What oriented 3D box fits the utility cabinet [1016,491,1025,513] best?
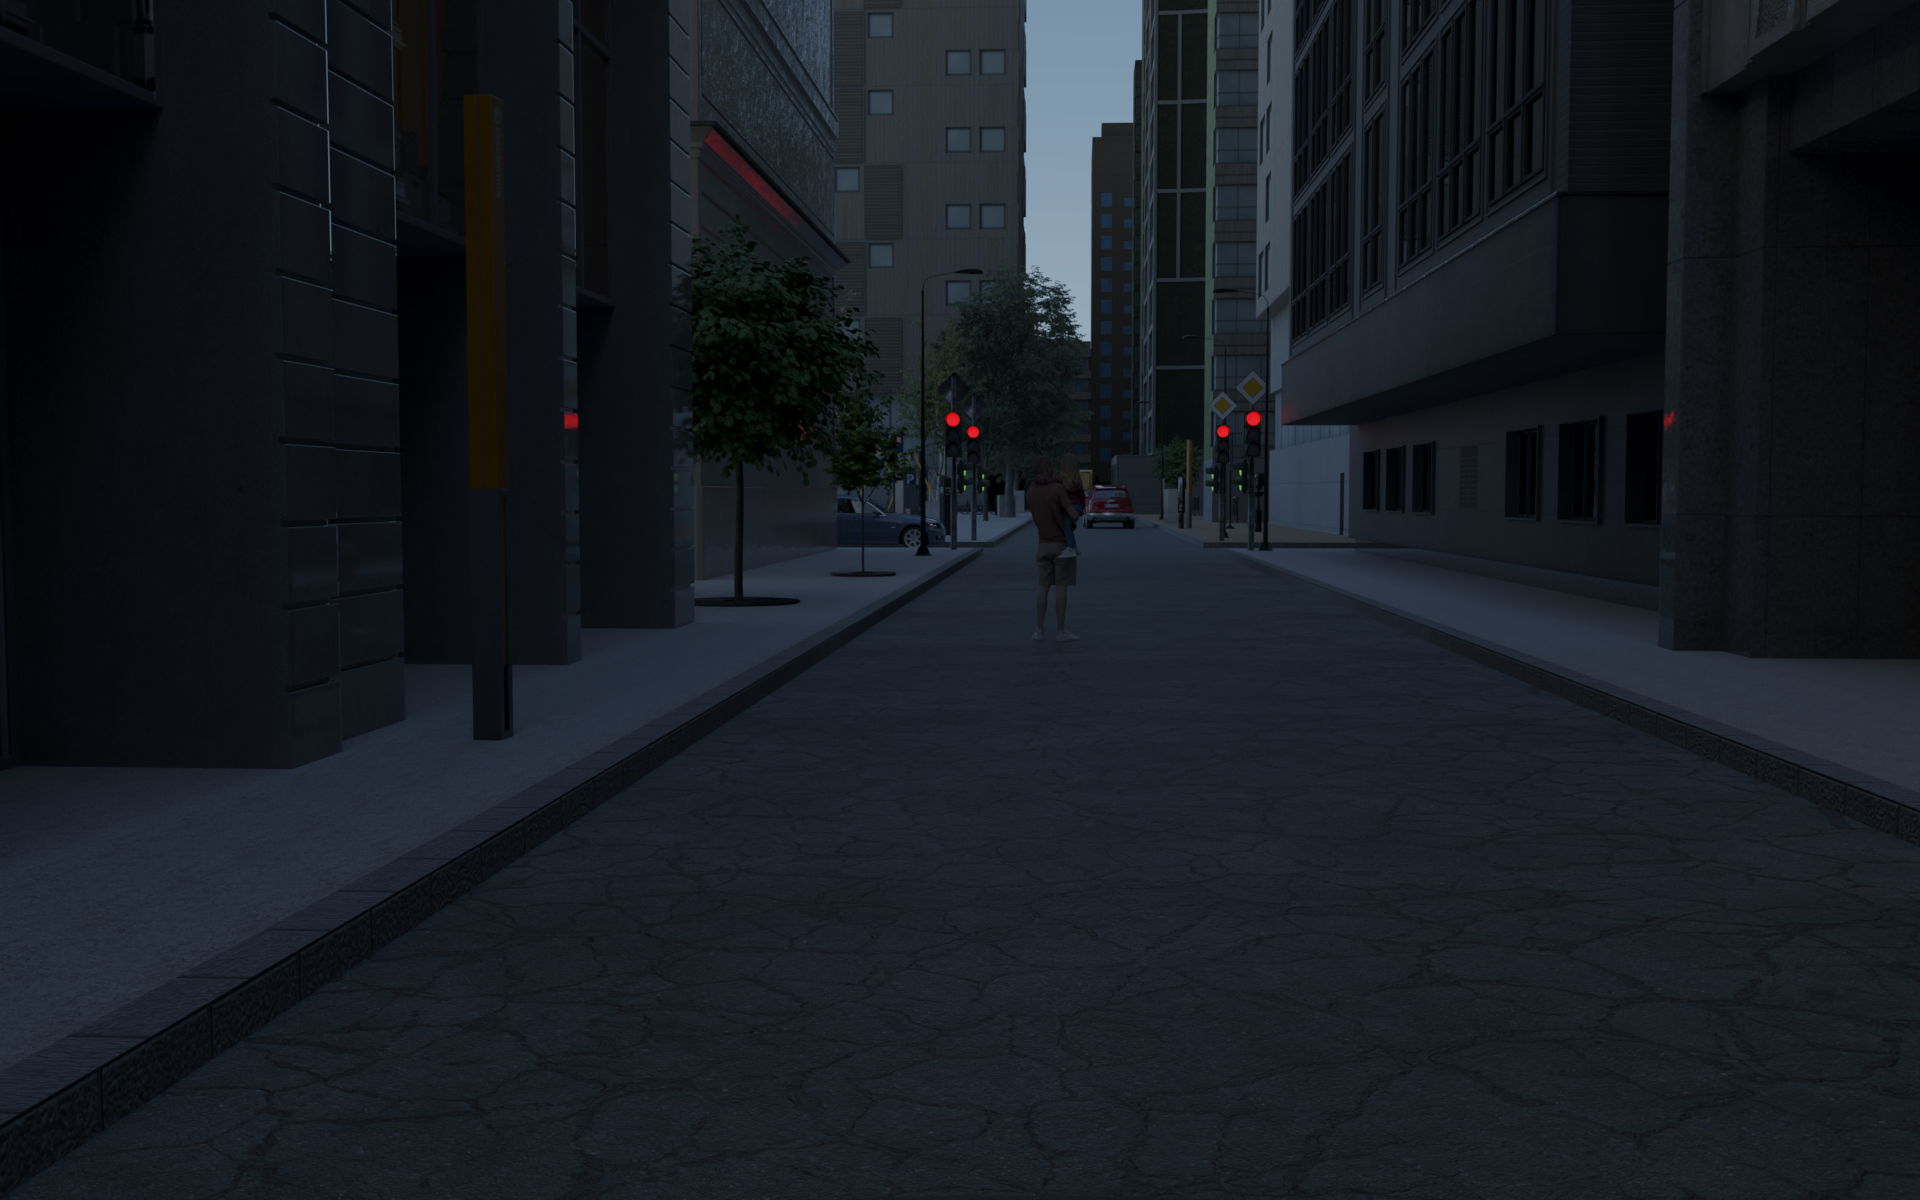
[{"bbox_3d":[3.692,-6.505,115.027,1.173,1.500,0.318,0,4,7],"label":"utility cabinet"}]

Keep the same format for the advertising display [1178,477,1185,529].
[{"bbox_3d":[8.202,-3.605,64.159,0.123,1.923,0.974,0,4,-2],"label":"advertising display"}]

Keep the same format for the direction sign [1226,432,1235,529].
[{"bbox_3d":[9.990,-4.402,63.965,0.379,3.537,0.876,0,3,0],"label":"direction sign"}]

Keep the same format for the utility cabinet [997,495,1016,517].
[{"bbox_3d":[2.593,-5.208,96.306,1.020,1.237,0.306,-2,4,-25],"label":"utility cabinet"}]

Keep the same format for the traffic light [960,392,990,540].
[{"bbox_3d":[0.404,-3.603,47.824,0.839,4.253,0.868,0,4,4],"label":"traffic light"}]

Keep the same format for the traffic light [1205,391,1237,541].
[{"bbox_3d":[7.151,-3.576,47.395,0.839,4.253,0.868,0,4,4],"label":"traffic light"}]

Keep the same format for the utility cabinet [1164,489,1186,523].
[{"bbox_3d":[9.417,-4.114,75.941,1.173,1.500,0.318,-3,5,-42],"label":"utility cabinet"}]

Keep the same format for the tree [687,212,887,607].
[{"bbox_3d":[-2.555,-2.231,20.197,4.285,4.588,4.351,0,3,0],"label":"tree"}]

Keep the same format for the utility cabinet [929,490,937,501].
[{"bbox_3d":[-1.154,-5.469,98.093,1.173,1.500,0.318,-1,4,-9],"label":"utility cabinet"}]

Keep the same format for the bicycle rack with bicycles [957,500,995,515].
[{"bbox_3d":[0.764,-5.728,107.029,2.925,0.926,2.852,1,4,12],"label":"bicycle rack with bicycles"}]

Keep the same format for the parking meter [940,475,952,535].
[{"bbox_3d":[-0.445,-2.937,53.724,0.255,1.863,0.399,-2,4,-28],"label":"parking meter"}]

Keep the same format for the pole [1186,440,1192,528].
[{"bbox_3d":[8.639,-4.367,65.239,0.158,3.312,0.155,0,3,0],"label":"pole"}]

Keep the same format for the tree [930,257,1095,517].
[{"bbox_3d":[2.807,-11.522,95.047,9.857,13.997,8.962,0,3,0],"label":"tree"}]

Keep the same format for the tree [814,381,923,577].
[{"bbox_3d":[-1.618,-1.985,27.058,1.663,3.219,1.824,0,3,0],"label":"tree"}]

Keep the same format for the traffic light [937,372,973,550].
[{"bbox_3d":[-0.123,-3.115,39.856,0.839,4.253,0.868,0,4,4],"label":"traffic light"}]

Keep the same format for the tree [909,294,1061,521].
[{"bbox_3d":[0.989,-9.027,81.998,8.767,10.594,7.601,3,5,40],"label":"tree"}]

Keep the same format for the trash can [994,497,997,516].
[{"bbox_3d":[2.341,-5.510,101.734,0.748,1.137,0.748,0,3,0],"label":"trash can"}]

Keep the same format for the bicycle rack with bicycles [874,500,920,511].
[{"bbox_3d":[-3.573,-5.387,101.462,2.852,0.926,2.925,-3,4,-37],"label":"bicycle rack with bicycles"}]

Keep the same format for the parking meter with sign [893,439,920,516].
[{"bbox_3d":[-1.570,-3.259,49.539,0.543,3.016,1.738,-2,4,-24],"label":"parking meter with sign"}]

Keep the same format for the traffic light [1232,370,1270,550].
[{"bbox_3d":[6.624,-3.089,39.427,0.839,4.253,0.868,0,4,4],"label":"traffic light"}]

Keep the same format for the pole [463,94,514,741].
[{"bbox_3d":[-2.450,-0.927,8.996,0.158,3.312,0.155,0,3,0],"label":"pole"}]

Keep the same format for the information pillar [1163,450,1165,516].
[{"bbox_3d":[10.894,-6.207,92.844,0.183,3.616,0.504,1,4,12],"label":"information pillar"}]

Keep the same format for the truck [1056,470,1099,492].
[{"bbox_3d":[9.263,-8.674,137.744,3.469,3.379,9.791,0,4,5],"label":"truck"}]

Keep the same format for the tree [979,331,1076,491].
[{"bbox_3d":[4.285,-12.205,117.672,7.486,12.596,7.792,0,3,0],"label":"tree"}]

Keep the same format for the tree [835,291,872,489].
[{"bbox_3d":[-4.640,-6.633,58.819,4.360,8.622,3.978,0,3,0],"label":"tree"}]

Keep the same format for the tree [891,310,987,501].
[{"bbox_3d":[-0.904,-7.319,70.033,4.737,8.622,4.395,0,3,0],"label":"tree"}]

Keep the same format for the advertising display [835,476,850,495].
[{"bbox_3d":[-3.532,-2.611,47.905,0.974,1.923,0.123,0,4,5],"label":"advertising display"}]

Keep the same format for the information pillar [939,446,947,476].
[{"bbox_3d":[-0.742,-5.201,76.393,0.183,3.616,0.504,-2,4,-32],"label":"information pillar"}]

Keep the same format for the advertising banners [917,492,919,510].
[{"bbox_3d":[-3.129,-7.309,115.686,2.074,3.025,0.090,3,5,43],"label":"advertising banners"}]

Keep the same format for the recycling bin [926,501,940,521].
[{"bbox_3d":[-0.965,-2.929,60.439,0.722,1.027,0.722,1,4,8],"label":"recycling bin"}]

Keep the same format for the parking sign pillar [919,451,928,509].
[{"bbox_3d":[-2.312,-7.337,108.433,1.447,3.967,1.447,0,4,5],"label":"parking sign pillar"}]
